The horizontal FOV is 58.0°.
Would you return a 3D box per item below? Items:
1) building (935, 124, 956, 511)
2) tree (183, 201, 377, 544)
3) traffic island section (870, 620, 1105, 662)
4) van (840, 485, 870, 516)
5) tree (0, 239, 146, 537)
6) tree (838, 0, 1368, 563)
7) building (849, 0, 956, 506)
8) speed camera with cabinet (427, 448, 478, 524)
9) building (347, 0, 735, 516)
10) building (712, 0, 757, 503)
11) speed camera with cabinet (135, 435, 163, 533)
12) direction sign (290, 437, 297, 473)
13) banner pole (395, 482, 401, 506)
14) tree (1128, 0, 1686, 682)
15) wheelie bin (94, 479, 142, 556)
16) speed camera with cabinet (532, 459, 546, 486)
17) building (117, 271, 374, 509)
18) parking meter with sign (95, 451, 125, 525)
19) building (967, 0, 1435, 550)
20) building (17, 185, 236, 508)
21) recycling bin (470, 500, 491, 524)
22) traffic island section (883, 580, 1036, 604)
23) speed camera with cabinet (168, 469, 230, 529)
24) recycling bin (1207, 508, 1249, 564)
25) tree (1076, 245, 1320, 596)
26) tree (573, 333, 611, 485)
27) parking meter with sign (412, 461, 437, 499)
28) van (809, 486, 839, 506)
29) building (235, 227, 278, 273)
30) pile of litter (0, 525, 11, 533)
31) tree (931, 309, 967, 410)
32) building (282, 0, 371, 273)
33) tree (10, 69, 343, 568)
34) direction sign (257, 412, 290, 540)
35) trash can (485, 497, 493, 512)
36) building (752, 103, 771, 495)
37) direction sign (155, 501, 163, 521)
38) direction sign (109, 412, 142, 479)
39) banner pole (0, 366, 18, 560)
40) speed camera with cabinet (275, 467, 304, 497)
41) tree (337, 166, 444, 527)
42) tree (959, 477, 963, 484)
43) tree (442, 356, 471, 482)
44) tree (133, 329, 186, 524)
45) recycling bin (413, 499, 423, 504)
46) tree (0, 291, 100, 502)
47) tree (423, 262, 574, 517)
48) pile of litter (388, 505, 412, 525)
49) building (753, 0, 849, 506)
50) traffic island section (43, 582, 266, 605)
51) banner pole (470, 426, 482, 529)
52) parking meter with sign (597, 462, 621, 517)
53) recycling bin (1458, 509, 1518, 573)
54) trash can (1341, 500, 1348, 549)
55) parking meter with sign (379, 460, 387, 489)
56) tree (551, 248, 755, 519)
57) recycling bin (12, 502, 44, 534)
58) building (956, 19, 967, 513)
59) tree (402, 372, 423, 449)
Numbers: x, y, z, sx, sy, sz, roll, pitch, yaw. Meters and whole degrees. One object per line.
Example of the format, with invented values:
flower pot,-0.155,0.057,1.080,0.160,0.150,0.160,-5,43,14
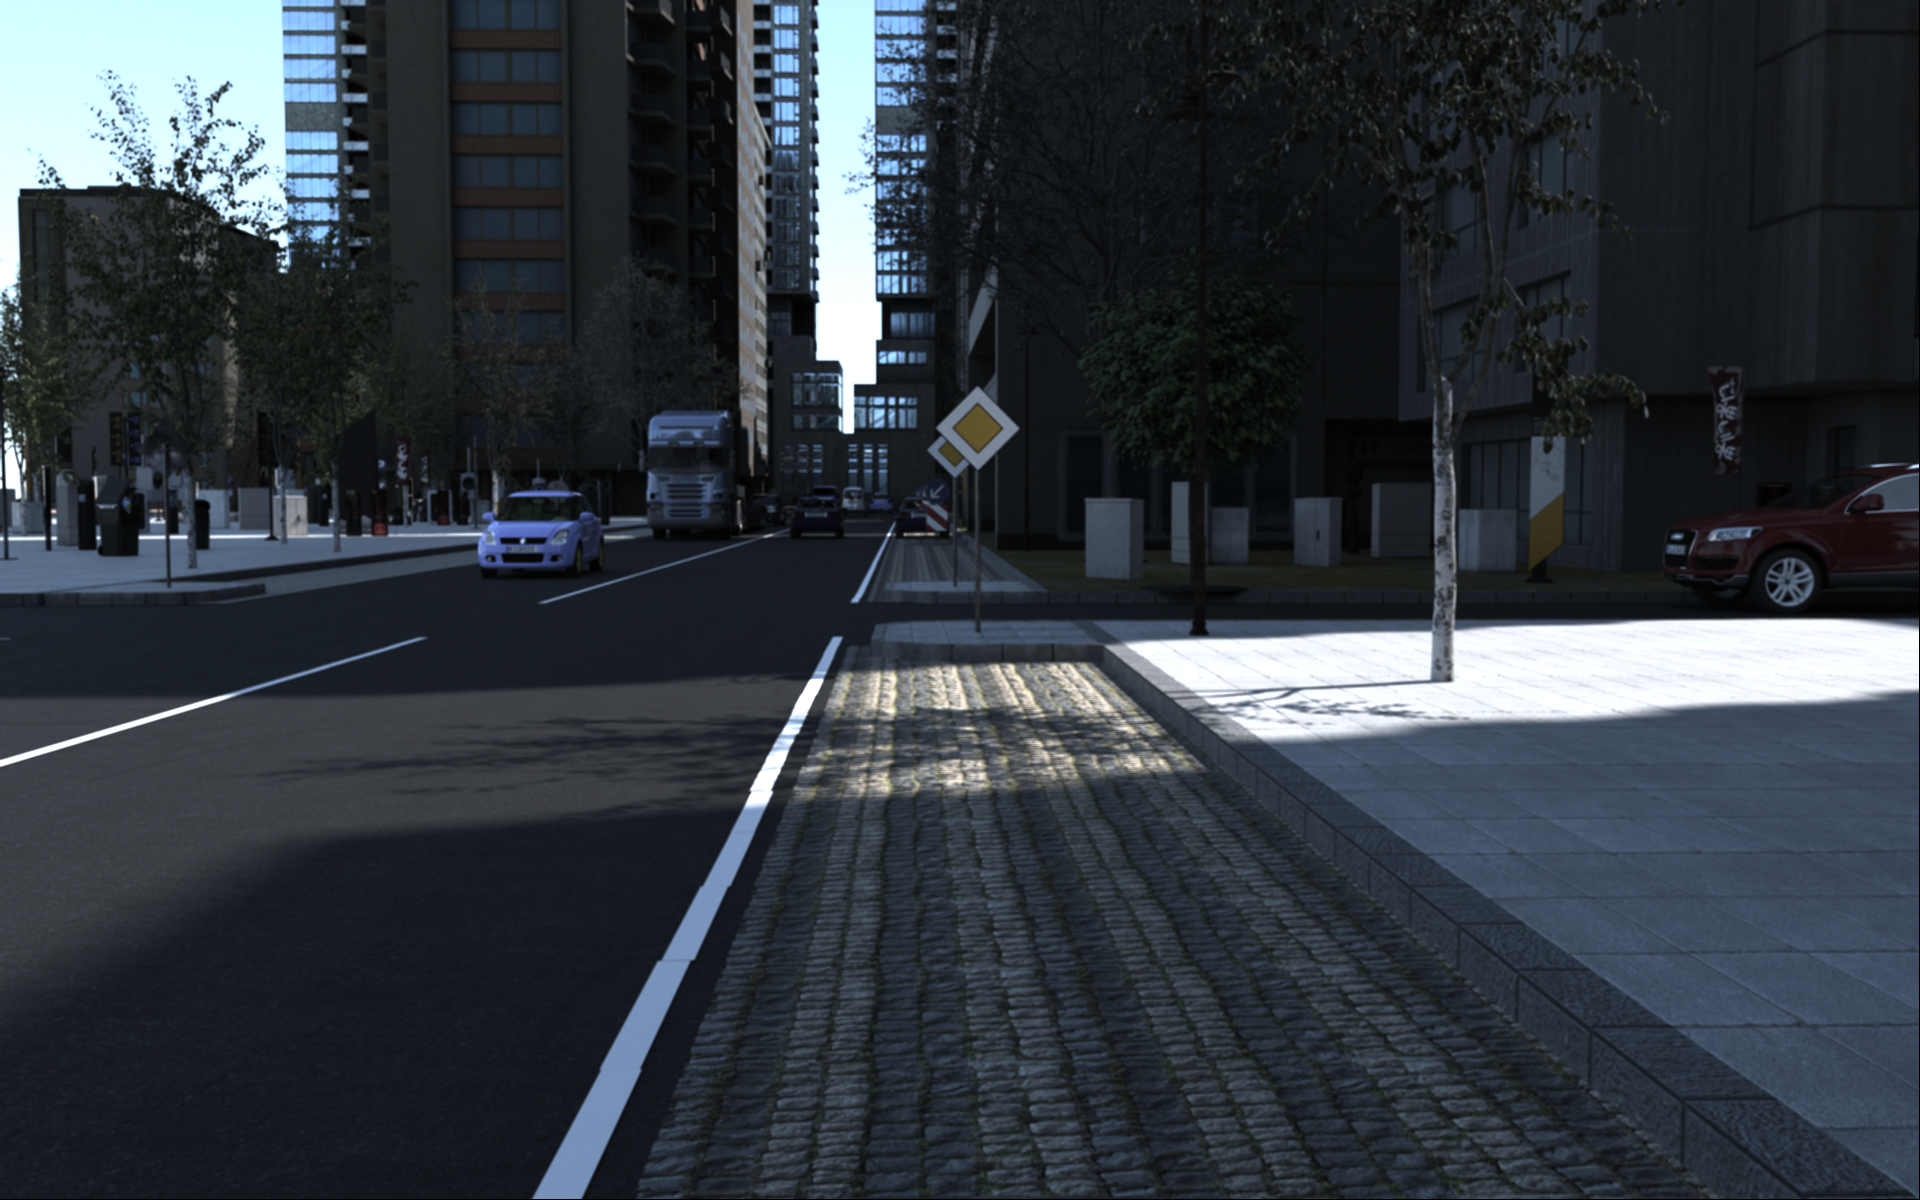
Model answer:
building,5.234,-22.418,138.237,14.160,30.474,14.107,0,4,-2
tree,-17.261,-5.765,44.613,4.360,8.622,3.978,0,3,0
traffic island section,0.186,0.377,16.114,2.009,0.180,2.903,0,4,-2
van,-6.837,-6.443,112.359,2.013,2.044,4.112,0,4,-1
tree,-28.062,-6.218,52.027,4.737,8.622,4.395,0,3,0
tree,2.851,-7.454,32.238,12.009,13.543,11.850,0,3,0
building,2.331,-53.789,192.125,31.000,86.520,22.319,0,4,-2
speed camera with cabinet,-21.540,-4.843,73.512,2.038,3.252,0.660,-1,4,-12
building,-26.550,-27.990,112.256,22.147,44.769,28.867,0,4,-2
building,-23.427,-29.608,134.203,14.600,45.320,14.200,0,4,-2
speed camera with cabinet,-27.065,-3.840,57.113,0.660,3.252,2.038,0,4,2
direction sign,-26.861,-4.719,69.146,0.876,3.537,0.379,-2,4,-35
banner pole,-25.147,-5.349,77.474,0.401,3.779,0.863,-2,4,-32
tree,3.142,-3.736,11.451,4.360,8.622,3.978,0,3,0
wheelie bin,-17.460,-1.714,35.933,0.980,1.594,0.693,1,4,20
speed camera with cabinet,-23.221,-6.367,98.441,2.038,3.252,0.660,0,4,1
building,-56.776,-19.259,159.931,28.899,21.520,27.650,0,4,-2
parking meter with sign,-34.880,-4.561,70.841,1.738,3.016,0.543,2,4,29
building,11.186,-26.004,48.872,21.300,48.544,21.600,0,4,-2
building,-79.467,-24.118,166.035,14.107,30.474,14.160,0,4,-2
recycling bin,-20.678,-3.801,74.695,0.722,1.027,0.722,0,4,-4
traffic island section,-0.048,-0.111,24.096,2.009,0.180,2.903,0,4,-2
speed camera with cabinet,-28.209,-4.270,64.149,2.038,3.252,0.660,-1,4,-9
recycling bin,4.923,-1.184,31.919,0.722,1.027,0.722,0,4,2
tree,3.189,-2.407,23.072,4.285,4.588,4.351,0,3,0
tree,-17.068,-7.582,74.334,4.360,8.622,3.978,0,3,0
parking meter with sign,-28.446,-5.917,92.999,1.738,3.016,0.543,-1,4,-13
van,-10.020,-7.585,128.391,2.240,2.365,5.245,0,4,-2
building,-82.812,-25.403,187.033,14.107,30.474,14.160,0,4,-2
pile of litter,-32.210,-2.645,57.219,1.176,0.858,1.719,3,5,40
tree,1.062,-7.029,65.288,4.360,8.622,3.978,0,3,0
building,-60.397,-53.682,190.373,31.000,86.520,22.319,0,4,-2
tree,-13.529,-4.851,29.679,4.737,8.622,4.395,0,3,0
direction sign,-19.156,-3.431,48.099,0.379,3.537,0.876,1,4,19
trash can,-24.058,-4.723,88.875,0.748,1.137,0.748,0,3,0
building,-29.751,-28.488,157.656,23.993,40.220,32.217,0,4,-2
direction sign,-37.748,-5.473,81.485,0.379,3.537,0.876,-1,4,-14
direction sign,-23.077,-3.422,47.953,0.876,3.537,0.379,0,4,5
banner pole,-18.941,-2.683,33.890,0.863,3.779,0.401,0,4,4
speed camera with cabinet,-23.758,-4.103,61.423,0.660,3.252,2.038,-2,4,-32
tree,-14.054,-5.366,38.100,4.737,8.622,4.395,0,3,0
tree,0.639,-6.558,101.830,1.663,3.219,1.824,0,3,0
tree,-21.195,-7.102,66.477,4.737,8.622,4.395,0,3,0
tree,-33.649,-7.583,74.350,4.360,8.622,3.978,0,3,0
recycling bin,-26.253,-4.322,83.219,0.722,1.027,0.722,0,4,-4
tree,-33.379,-6.878,62.812,4.360,8.622,3.978,0,3,0
tree,-14.837,-6.458,55.952,4.360,8.622,3.978,0,3,0
pile of litter,-23.402,-3.518,71.486,1.719,0.858,1.176,-3,4,-37
building,-28.653,-53.730,191.152,31.000,86.520,22.319,0,4,-2
traffic island section,-10.885,-0.092,23.784,2.009,0.180,2.903,0,4,-2
banner pole,-17.699,-4.481,63.276,0.401,3.779,0.863,-1,4,-20
parking meter with sign,-19.660,-6.081,95.691,1.738,3.016,0.543,0,4,8
recycling bin,8.690,-0.977,28.524,0.722,1.027,0.722,-1,4,-8
trash can,8.319,-1.661,38.810,0.748,1.137,0.748,0,3,0
parking meter with sign,-29.312,-5.595,87.743,0.543,3.016,1.738,-1,4,-21
tree,-15.725,-10.846,87.709,12.009,13.543,11.850,0,3,0
recycling bin,-30.180,-2.662,56.076,0.722,1.027,0.722,3,5,39
building,10.249,-35.111,116.068,21.231,58.520,28.212,0,4,-2
tree,-28.778,-8.914,96.105,4.360,8.622,3.978,0,3,0
